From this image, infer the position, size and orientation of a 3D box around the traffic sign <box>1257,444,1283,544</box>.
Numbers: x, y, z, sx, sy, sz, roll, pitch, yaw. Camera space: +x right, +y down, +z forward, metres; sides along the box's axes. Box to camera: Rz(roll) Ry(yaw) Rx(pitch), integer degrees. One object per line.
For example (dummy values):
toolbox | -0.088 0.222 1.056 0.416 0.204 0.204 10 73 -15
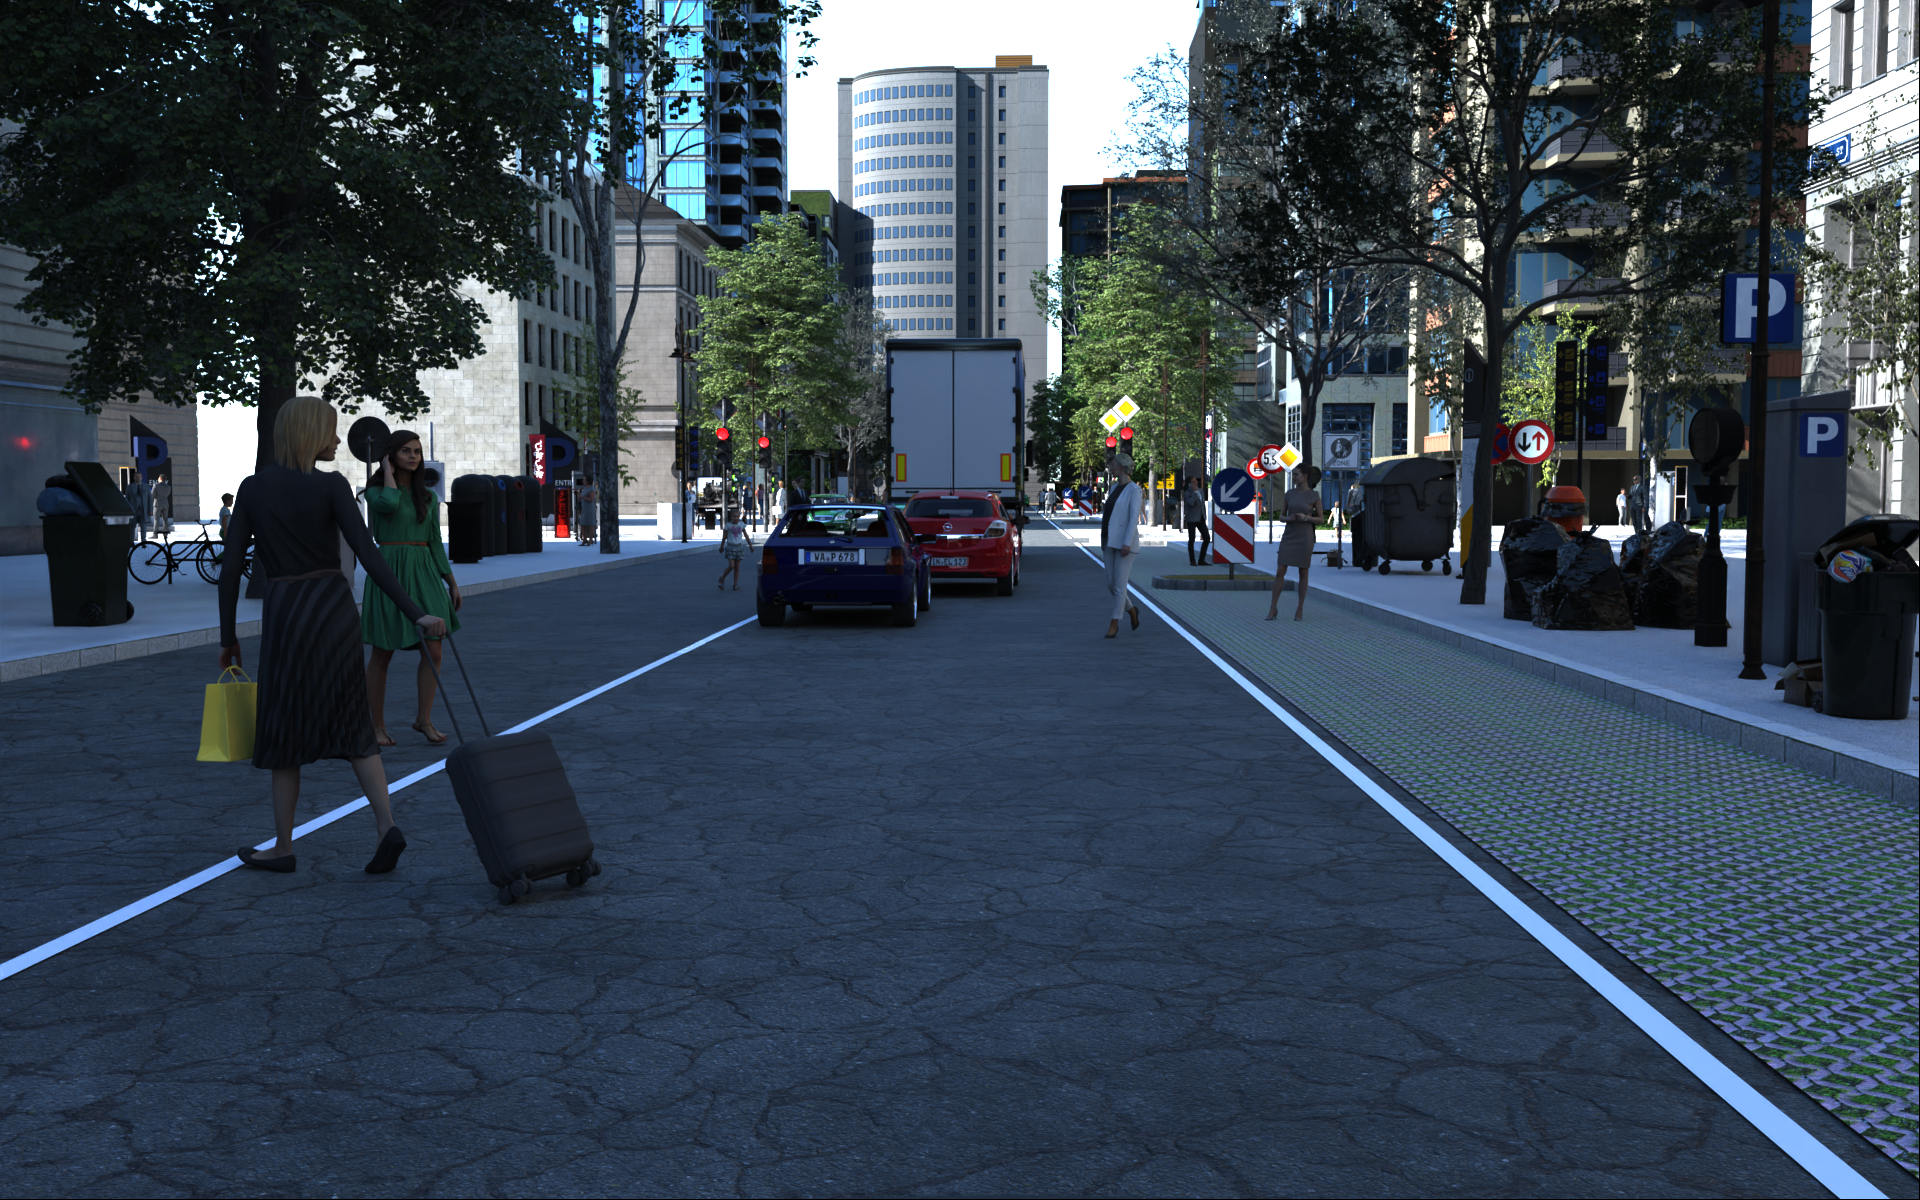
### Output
traffic sign | 7.967 -2.704 44.324 0.768 2.556 0.104 0 4 3

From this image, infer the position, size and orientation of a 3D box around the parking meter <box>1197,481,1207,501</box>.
parking meter | 10.700 -4.333 76.561 0.399 1.863 0.255 -1 4 -17

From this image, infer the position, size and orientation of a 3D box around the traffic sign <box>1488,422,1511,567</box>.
traffic sign | 9.272 -1.846 30.290 0.768 2.556 0.104 0 4 7

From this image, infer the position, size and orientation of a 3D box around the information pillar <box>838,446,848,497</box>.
information pillar | -5.599 -5.595 82.835 0.504 3.616 0.183 -1 4 -12

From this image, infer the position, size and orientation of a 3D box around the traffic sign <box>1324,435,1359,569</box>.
traffic sign | 6.478 -1.674 29.498 0.606 2.300 0.079 0 4 3

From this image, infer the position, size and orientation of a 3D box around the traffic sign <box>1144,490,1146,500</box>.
traffic sign | 10.493 -6.008 98.334 0.768 2.556 0.104 0 4 5

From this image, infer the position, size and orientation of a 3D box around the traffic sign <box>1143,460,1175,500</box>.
traffic sign | 10.515 -6.114 93.831 2.265 3.308 0.079 0 4 2

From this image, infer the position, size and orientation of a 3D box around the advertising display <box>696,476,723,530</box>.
advertising display | -8.968 -3.482 62.141 0.974 1.923 0.123 0 4 1

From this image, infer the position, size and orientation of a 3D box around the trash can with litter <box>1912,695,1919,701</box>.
trash can with litter | 7.130 0.008 10.922 2.233 1.210 1.678 1 4 17

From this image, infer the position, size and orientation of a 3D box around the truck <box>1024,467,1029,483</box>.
truck | 2.051 -5.978 93.670 3.469 3.379 9.791 0 4 1

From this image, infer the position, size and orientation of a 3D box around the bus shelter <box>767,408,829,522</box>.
bus shelter | -7.822 -6.430 82.757 2.179 5.291 8.768 0 4 2

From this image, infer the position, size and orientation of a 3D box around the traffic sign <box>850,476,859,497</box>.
traffic sign | -7.550 -7.500 122.730 0.768 2.556 0.104 0 4 8

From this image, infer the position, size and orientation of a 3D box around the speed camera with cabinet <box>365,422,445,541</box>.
speed camera with cabinet | -15.173 -3.242 47.339 2.038 3.252 0.660 -1 4 -9

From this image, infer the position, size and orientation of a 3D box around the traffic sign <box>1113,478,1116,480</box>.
traffic sign | 8.875 -5.935 97.047 0.884 2.594 0.081 1 4 9

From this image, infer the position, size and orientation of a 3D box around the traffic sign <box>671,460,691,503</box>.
traffic sign | -10.133 -3.843 62.933 0.768 2.556 0.104 1 4 10

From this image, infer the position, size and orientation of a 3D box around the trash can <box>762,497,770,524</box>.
trash can | -7.972 -3.765 73.210 0.748 1.137 0.748 0 3 0

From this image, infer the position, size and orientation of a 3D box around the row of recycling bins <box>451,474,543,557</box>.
row of recycling bins | -9.873 -1.820 36.875 1.069 1.692 3.534 0 4 8

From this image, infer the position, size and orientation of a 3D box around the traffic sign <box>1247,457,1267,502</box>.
traffic sign | 10.282 -3.656 59.880 0.768 2.556 0.104 0 4 4

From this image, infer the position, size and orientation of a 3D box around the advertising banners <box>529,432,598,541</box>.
advertising banners | -11.528 -3.307 50.264 2.074 3.025 0.090 1 4 11

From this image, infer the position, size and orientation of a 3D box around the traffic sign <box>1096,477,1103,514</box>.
traffic sign | 9.178 -6.829 111.756 0.768 2.556 0.104 1 4 11

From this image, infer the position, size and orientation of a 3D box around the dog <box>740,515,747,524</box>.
dog | -9.353 -3.425 73.730 0.748 0.427 0.550 -2 4 -28

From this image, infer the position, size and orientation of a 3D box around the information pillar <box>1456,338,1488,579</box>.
information pillar | 7.687 -2.115 25.930 0.183 3.616 0.504 -1 4 -21

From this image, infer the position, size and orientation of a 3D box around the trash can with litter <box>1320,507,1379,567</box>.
trash can with litter | 6.905 -1.169 30.506 1.055 1.170 0.624 0 4 8

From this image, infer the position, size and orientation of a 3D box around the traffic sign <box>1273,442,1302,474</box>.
traffic sign | 8.319 -2.694 43.772 0.795 2.593 0.064 1 4 11

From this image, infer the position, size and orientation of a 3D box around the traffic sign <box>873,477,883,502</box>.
traffic sign | -6.054 -7.839 128.268 0.768 2.556 0.104 1 4 11

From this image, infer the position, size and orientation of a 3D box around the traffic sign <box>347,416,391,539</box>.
traffic sign | -9.669 -1.728 28.363 0.768 2.556 0.104 0 4 8

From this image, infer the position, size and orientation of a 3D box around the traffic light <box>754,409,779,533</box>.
traffic light | -6.422 -4.185 57.339 0.839 4.253 0.868 0 4 2

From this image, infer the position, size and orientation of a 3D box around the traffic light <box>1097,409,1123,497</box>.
traffic light | 4.934 -4.163 56.982 0.839 4.253 0.868 0 4 2

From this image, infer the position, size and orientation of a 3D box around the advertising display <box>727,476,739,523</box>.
advertising display | -8.491 -3.508 62.565 0.974 1.923 0.123 0 4 -6

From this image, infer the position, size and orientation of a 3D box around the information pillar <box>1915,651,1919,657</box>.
information pillar | 7.777 -1.358 13.565 0.504 3.616 0.183 -2 4 -31

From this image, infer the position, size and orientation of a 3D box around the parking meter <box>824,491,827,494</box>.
parking meter | -8.407 -6.015 106.756 0.372 1.533 0.369 0 3 0

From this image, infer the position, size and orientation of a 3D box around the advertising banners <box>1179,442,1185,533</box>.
advertising banners | 7.439 -3.778 57.951 0.090 3.025 2.074 1 4 11

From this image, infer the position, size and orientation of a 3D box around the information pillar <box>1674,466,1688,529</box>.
information pillar | 18.885 -2.501 45.391 0.304 2.012 0.304 1 4 22

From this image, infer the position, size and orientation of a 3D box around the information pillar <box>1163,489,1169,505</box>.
information pillar | 11.336 -5.552 95.264 0.304 2.012 0.304 1 4 15

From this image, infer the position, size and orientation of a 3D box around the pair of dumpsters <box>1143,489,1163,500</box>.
pair of dumpsters | 11.633 -6.220 104.190 1.574 2.255 4.437 0 4 2

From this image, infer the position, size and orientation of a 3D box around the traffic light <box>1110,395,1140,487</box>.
traffic light | 4.671 -3.675 49.001 0.839 4.253 0.868 0 4 2

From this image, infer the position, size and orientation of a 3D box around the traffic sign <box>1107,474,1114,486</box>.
traffic sign | 9.478 -6.701 109.672 0.768 2.556 0.104 0 4 6

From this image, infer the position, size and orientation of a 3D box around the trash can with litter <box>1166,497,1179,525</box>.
trash can with litter | 8.985 -3.734 72.438 0.624 1.170 1.055 0 4 -7

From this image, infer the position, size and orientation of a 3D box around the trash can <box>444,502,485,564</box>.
trash can | -9.193 -1.255 32.172 0.748 1.137 0.748 0 3 0

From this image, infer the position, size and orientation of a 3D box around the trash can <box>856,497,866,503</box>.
trash can | -5.739 -5.428 100.403 0.748 1.137 0.748 0 3 0

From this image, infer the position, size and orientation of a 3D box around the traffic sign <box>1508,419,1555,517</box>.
traffic sign | 9.678 -1.792 29.408 0.768 2.556 0.104 1 4 10

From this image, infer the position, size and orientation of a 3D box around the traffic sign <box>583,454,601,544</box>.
traffic sign | -9.304 -2.570 44.144 0.606 2.300 0.079 0 4 4

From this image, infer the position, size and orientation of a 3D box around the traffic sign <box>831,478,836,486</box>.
traffic sign | -6.488 -5.430 90.908 0.606 2.300 0.079 0 4 5

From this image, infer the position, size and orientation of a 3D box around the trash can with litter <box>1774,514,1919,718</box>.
trash can with litter | 5.176 0.071 10.222 0.624 1.170 1.055 0 4 -4

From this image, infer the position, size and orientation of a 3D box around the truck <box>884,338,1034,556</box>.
truck | 0.131 -2.928 36.794 2.839 4.237 11.283 0 4 3

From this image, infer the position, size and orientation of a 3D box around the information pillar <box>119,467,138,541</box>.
information pillar | -22.690 -2.618 47.295 0.304 2.012 0.304 1 4 16

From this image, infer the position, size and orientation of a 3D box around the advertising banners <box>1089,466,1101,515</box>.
advertising banners | 8.462 -6.877 108.631 0.090 3.025 2.074 2 4 25
